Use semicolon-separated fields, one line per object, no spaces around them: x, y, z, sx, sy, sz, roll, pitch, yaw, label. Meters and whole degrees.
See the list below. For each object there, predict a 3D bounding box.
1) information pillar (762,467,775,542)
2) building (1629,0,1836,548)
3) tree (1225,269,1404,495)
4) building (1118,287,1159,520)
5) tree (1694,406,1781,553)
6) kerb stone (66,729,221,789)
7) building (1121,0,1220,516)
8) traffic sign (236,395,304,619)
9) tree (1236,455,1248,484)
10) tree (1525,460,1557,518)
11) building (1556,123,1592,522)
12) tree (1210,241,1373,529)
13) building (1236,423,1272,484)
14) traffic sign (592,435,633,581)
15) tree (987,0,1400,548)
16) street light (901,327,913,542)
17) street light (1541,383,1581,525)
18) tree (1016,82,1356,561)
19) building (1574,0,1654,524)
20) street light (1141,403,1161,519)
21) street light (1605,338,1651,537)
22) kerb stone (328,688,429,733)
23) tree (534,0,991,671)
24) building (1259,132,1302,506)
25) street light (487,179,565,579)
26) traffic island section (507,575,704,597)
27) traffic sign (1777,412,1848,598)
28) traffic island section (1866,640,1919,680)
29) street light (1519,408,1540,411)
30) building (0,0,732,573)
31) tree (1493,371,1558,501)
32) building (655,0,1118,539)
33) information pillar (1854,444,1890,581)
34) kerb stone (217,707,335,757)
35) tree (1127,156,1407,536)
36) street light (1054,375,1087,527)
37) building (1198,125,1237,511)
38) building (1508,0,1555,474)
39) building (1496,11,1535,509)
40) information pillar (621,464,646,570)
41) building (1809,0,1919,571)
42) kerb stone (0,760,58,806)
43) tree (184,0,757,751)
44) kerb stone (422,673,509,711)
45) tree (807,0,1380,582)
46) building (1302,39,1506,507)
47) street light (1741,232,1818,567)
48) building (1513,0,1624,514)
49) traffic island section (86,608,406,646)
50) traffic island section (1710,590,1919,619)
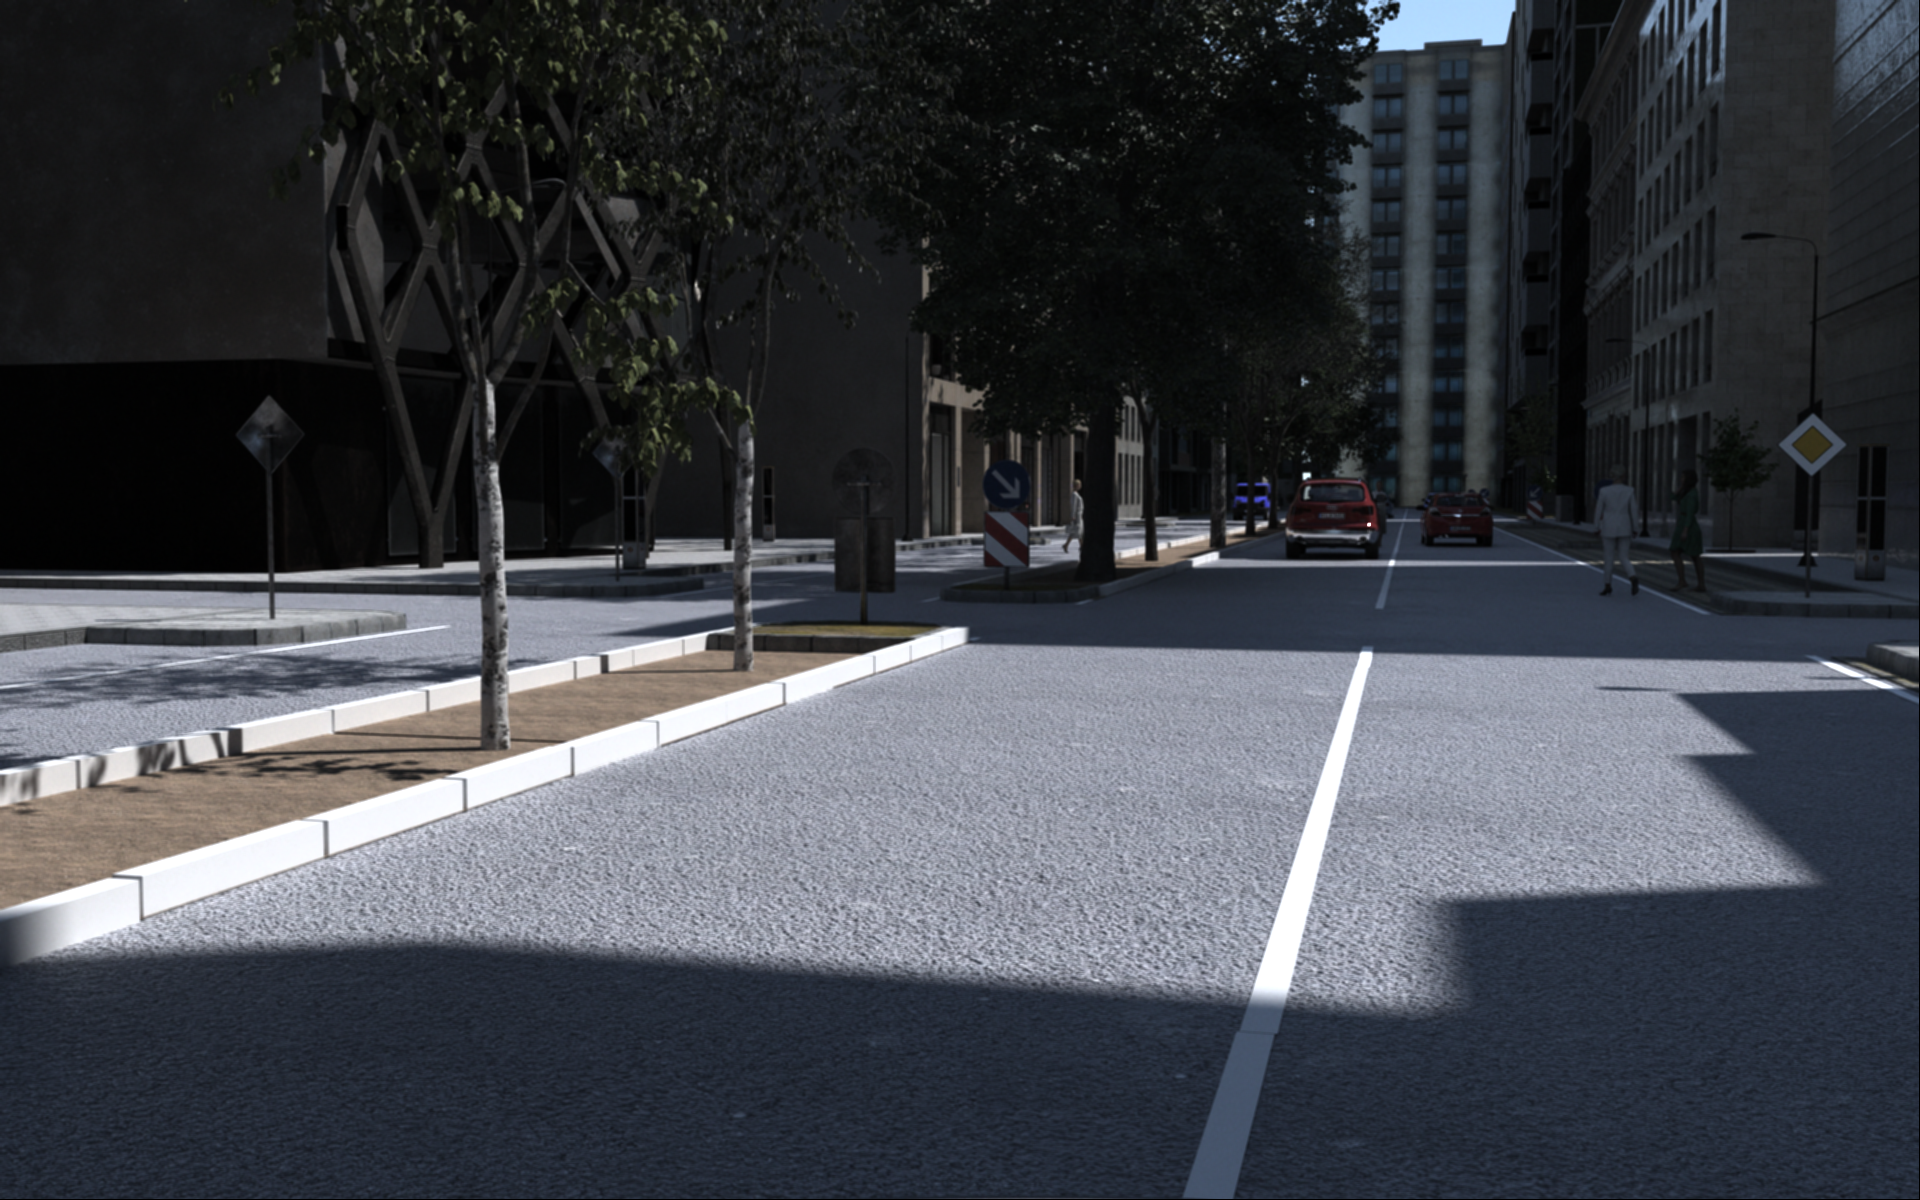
-5.168;-2.586;46.773;0.304;2.012;0.304;0;3;0;information pillar
25.200;-11.806;47.776;10.420;20.320;16.860;1;4;15;building
16.147;-9.953;82.199;9.611;12.733;9.660;0;3;0;tree
4.183;-14.483;91.547;10.420;20.320;16.860;1;4;15;building
16.971;-2.657;38.046;1.663;3.219;1.824;0;3;0;tree
-4.179;0.816;8.861;0.120;0.150;1.000;1;4;15;kerb stone
5.321;-28.139;114.695;22.147;44.769;28.867;1;4;15;building
-7.049;-0.860;17.699;0.795;2.450;0.064;1;4;15;traffic sign
23.200;-9.826;144.373;4.285;4.588;4.351;0;3;0;tree
33.064;-6.321;97.958;1.663;3.219;1.824;0;3;0;tree
36.097;-15.528;83.564;12.332;23.373;15.834;1;4;15;building
12.911;-8.709;70.597;9.928;11.665;9.643;0;3;0;tree
13.878;-19.501;163.880;28.899;21.520;27.650;1;4;15;building
-5.035;-1.332;25.427;0.795;2.450;0.064;1;4;15;traffic sign
5.907;-11.518;46.660;12.611;20.169;13.585;0;3;0;tree
-0.903;-4.526;46.547;1.470;5.913;1.316;1;4;15;street light
25.330;-6.118;72.563;1.470;5.913;1.316;1;4;15;street light
4.188;-6.116;36.874;8.767;10.594;7.601;1;4;15;tree
30.313;-14.057;65.981;11.583;22.565;21.152;1;4;15;building
9.908;-7.072;88.160;1.470;5.913;1.316;1;4;15;street light
19.883;-4.835;51.588;1.470;5.913;1.316;1;4;15;street light
-3.673;0.699;10.855;0.120;0.150;1.000;1;4;15;kerb stone
-1.703;-3.739;13.948;4.360;8.622;3.978;0;3;0;tree
29.725;-30.825;187.586;14.086;41.232;14.154;1;4;15;building
-6.492;-3.258;25.809;1.470;5.913;1.316;1;4;15;street light
-5.060;-0.197;25.494;2.009;0.180;2.903;1;4;15;traffic island section
10.488;-1.085;21.376;0.795;2.450;0.064;1;4;15;traffic sign
8.499;0.524;13.719;2.009;0.180;2.903;1;4;15;traffic island section
30.825;-7.387;93.325;1.470;5.913;1.316;1;4;15;street light
-13.819;-10.360;36.832;16.820;18.784;16.811;1;4;15;building
34.153;-9.351;103.255;4.737;8.622;4.395;0;3;0;tree
-6.075;-16.086;67.522;19.350;26.468;34.151;1;4;15;building
13.500;-1.294;25.648;0.304;2.012;0.304;0;4;-5;information pillar
-3.926;0.759;9.851;0.120;0.150;1.000;1;4;15;kerb stone
9.964;-8.935;58.921;12.009;13.543;11.850;0;3;0;tree
4.398;-5.799;67.360;1.470;5.913;1.316;1;4;15;street light
13.979;-22.223;135.044;14.160;30.474;14.107;1;4;15;building
57.805;-33.389;135.147;28.713;52.752;27.495;1;4;15;building
56.672;-31.031;157.473;14.600;45.320;14.200;1;4;15;building
-5.551;-1.527;29.455;0.304;2.012;0.304;1;4;16;information pillar
36.572;-15.024;22.051;44.131;29.872;17.030;1;4;15;building
-4.439;0.876;7.870;0.120;0.150;1.000;1;4;15;kerb stone
-2.617;-3.447;9.183;4.737;8.622;4.395;0;3;0;tree
-3.409;0.633;11.843;0.120;0.150;1.000;1;4;15;kerb stone
2.253;-7.282;28.167;9.857;13.997;8.962;0;3;0;tree
52.364;-34.637;185.920;30.456;49.044;23.786;1;4;15;building
14.555;-3.562;30.782;1.470;5.913;1.316;1;4;15;street light
47.677;-41.198;111.837;20.563;71.187;20.611;1;4;15;building
-7.073;0.276;17.766;2.009;0.180;2.903;1;4;15;traffic island section
10.512;0.051;21.447;2.009;0.180;2.903;1;4;15;traffic island section
